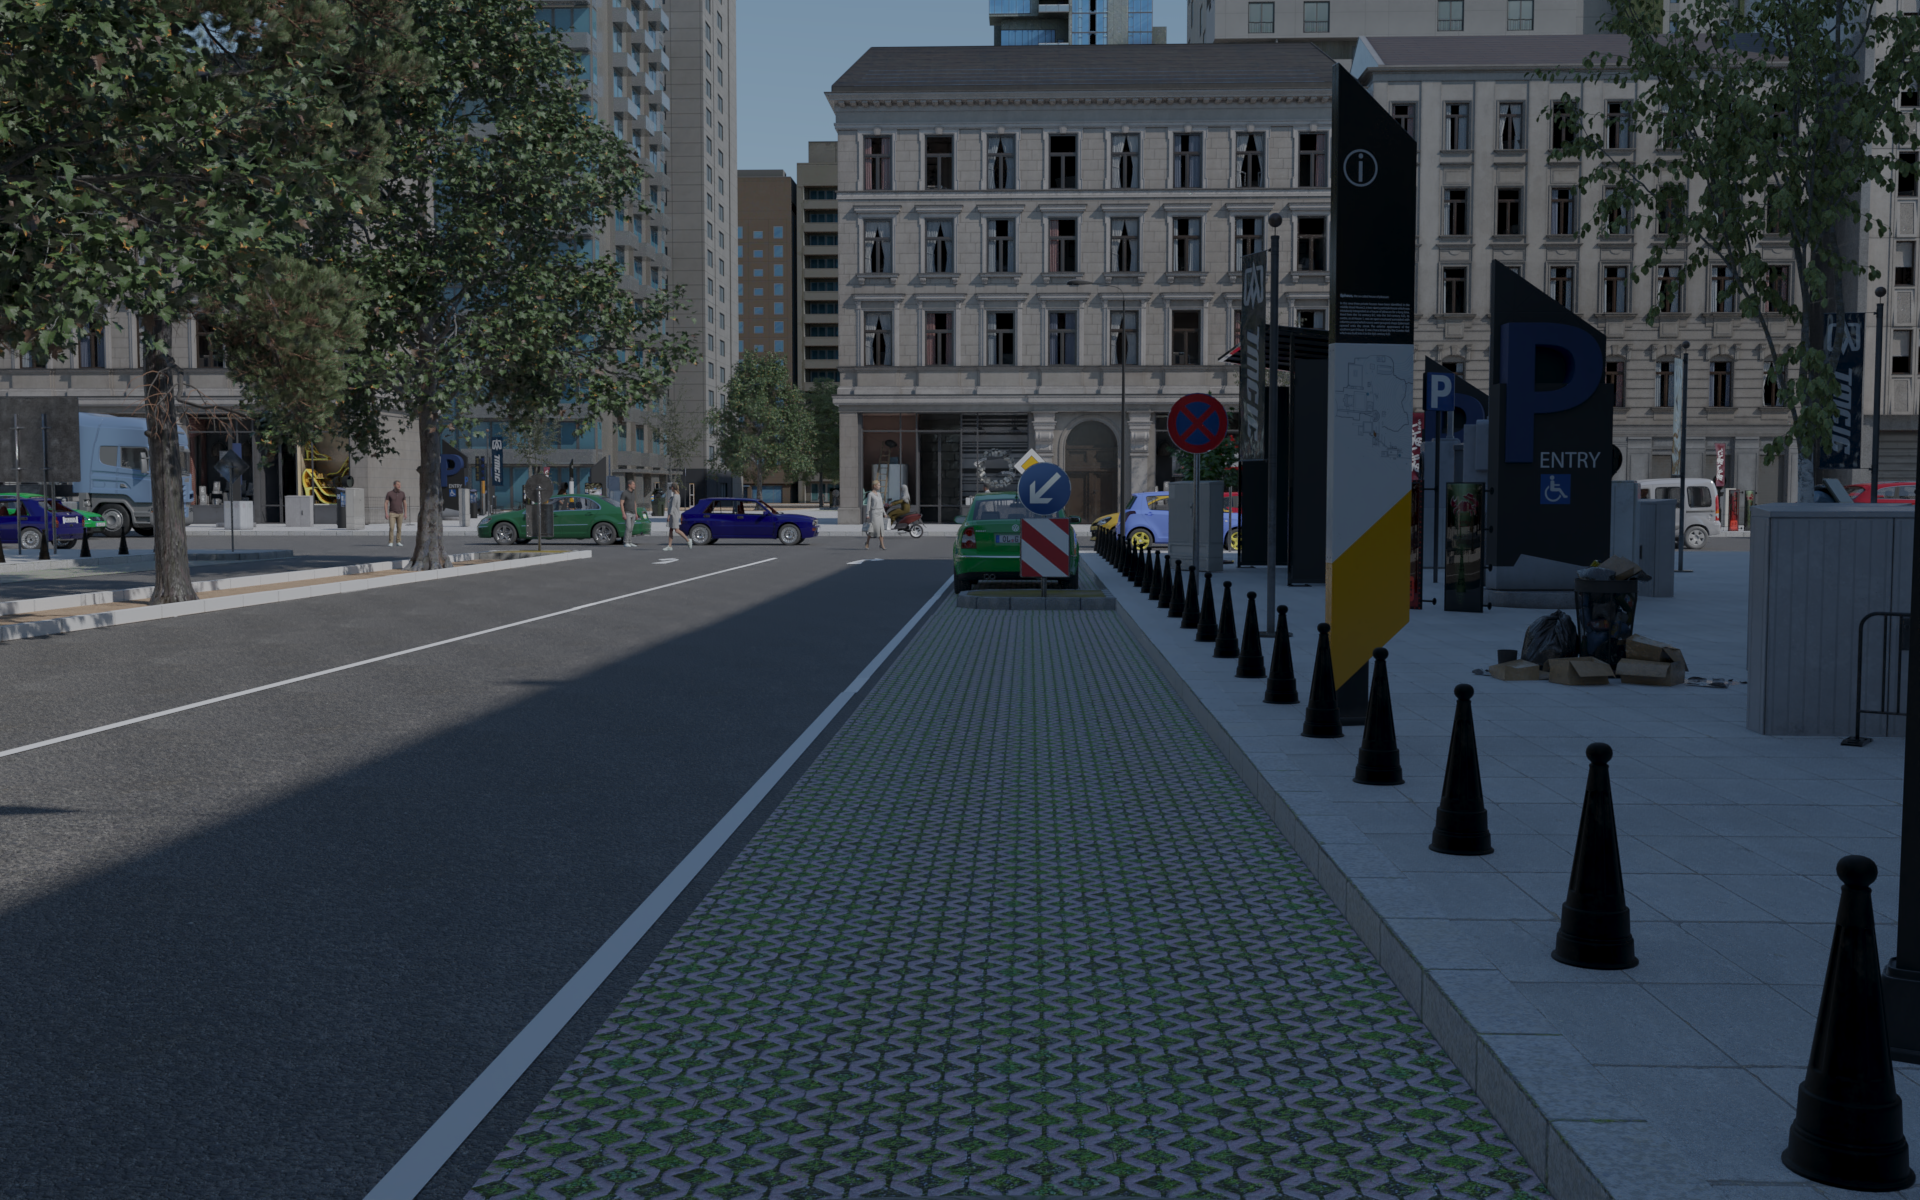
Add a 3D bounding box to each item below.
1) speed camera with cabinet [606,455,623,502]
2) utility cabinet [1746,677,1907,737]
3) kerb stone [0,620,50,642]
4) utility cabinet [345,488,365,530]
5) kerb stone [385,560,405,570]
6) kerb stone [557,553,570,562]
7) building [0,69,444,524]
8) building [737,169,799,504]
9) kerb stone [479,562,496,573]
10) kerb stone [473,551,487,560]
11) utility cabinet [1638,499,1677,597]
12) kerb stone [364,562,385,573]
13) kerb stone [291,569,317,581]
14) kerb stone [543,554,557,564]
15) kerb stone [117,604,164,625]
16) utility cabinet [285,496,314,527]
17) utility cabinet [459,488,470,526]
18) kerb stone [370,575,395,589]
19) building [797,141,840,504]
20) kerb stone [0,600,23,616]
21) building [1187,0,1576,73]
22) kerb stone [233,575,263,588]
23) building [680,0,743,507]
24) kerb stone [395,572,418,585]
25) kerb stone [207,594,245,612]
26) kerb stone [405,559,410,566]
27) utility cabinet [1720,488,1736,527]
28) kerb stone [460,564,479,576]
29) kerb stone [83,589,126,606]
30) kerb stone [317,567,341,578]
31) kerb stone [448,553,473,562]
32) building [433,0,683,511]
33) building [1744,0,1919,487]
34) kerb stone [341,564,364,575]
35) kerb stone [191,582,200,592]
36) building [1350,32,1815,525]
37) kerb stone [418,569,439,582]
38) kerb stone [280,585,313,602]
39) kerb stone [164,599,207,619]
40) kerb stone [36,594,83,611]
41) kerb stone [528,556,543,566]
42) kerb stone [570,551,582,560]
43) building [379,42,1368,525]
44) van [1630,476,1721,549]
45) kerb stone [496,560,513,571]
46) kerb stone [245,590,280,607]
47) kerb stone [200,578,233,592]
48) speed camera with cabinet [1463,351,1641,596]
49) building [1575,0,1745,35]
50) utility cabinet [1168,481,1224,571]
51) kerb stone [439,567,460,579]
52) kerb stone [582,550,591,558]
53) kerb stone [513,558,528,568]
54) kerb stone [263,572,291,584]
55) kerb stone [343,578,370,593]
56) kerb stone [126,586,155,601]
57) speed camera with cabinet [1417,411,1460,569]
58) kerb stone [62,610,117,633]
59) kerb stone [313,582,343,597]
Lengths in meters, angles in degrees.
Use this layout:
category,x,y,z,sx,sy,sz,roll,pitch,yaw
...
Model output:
category,x,y,z,sx,sy,sz,roll,pitch,yaw
speed camera with cabinet,-17.348,-5.683,87.248,0.660,3.252,2.038,-1,4,-20
utility cabinet,4.790,0.117,9.247,1.020,1.237,0.306,0,4,6
kerb stone,-9.320,0.307,17.298,0.120,0.150,1.000,0,4,2
utility cabinet,-21.613,-3.257,61.930,0.318,1.500,1.173,0,4,-2
kerb stone,-10.801,-0.648,32.796,0.120,0.150,1.000,0,4,2
kerb stone,-8.545,-0.896,36.842,0.120,0.150,1.000,0,4,2
building,-44.572,-13.873,77.739,40.483,20.767,10.553,0,4,2
building,-29.250,-35.951,237.907,14.200,45.320,14.600,0,4,2
kerb stone,-8.753,-0.580,31.714,0.120,0.150,1.000,0,4,2
kerb stone,-10.597,-0.962,37.920,0.120,0.150,1.000,0,4,2
utility cabinet,8.671,-0.662,21.983,0.306,1.237,1.020,0,4,-7
kerb stone,-10.840,-0.586,31.772,0.120,0.150,1.000,0,4,2
kerb stone,-10.965,-0.398,28.697,0.120,0.150,1.000,0,4,2
kerb stone,-8.583,-0.833,35.817,0.120,0.150,1.000,0,4,2
kerb stone,-9.242,0.173,19.370,0.120,0.150,1.000,0,4,2
utility cabinet,-25.744,-3.444,67.475,1.020,1.237,0.306,0,4,7
utility cabinet,-19.552,-3.650,68.356,0.318,1.500,1.173,-1,4,-22
kerb stone,-8.949,-0.262,26.572,0.120,0.150,1.000,0,4,2
building,-10.684,-37.718,240.391,21.600,48.544,21.300,0,4,2
kerb stone,-11.297,0.105,20.476,0.120,0.150,1.000,0,4,2
building,32.962,-33.743,140.930,28.713,52.752,27.495,0,4,2
kerb stone,-11.046,-0.272,26.649,0.120,0.150,1.000,0,4,2
building,-34.175,-45.098,175.600,20.611,71.187,20.563,0,4,2
kerb stone,-8.914,-0.330,27.595,0.120,0.150,1.000,0,4,2
kerb stone,-9.158,0.047,21.425,0.120,0.150,1.000,0,4,2
kerb stone,-10.764,-0.711,33.819,0.120,0.150,1.000,0,4,2
utility cabinet,29.922,-3.605,67.629,0.318,1.500,1.173,3,5,41
kerb stone,-8.788,-0.518,30.690,0.120,0.150,1.000,0,4,2
kerb stone,-11.213,-0.022,22.549,0.120,0.150,1.000,0,4,2
kerb stone,-10.925,-0.458,29.725,0.120,0.150,1.000,0,4,2
kerb stone,-10.644,-0.899,36.893,0.120,0.150,1.000,0,4,2
building,-36.949,-32.153,145.304,23.786,49.044,30.456,0,4,2
building,46.182,-15.710,74.886,19.932,24.808,12.078,0,4,2
kerb stone,-10.882,-0.523,30.748,0.120,0.150,1.000,0,4,2
kerb stone,-11.132,-0.147,24.602,0.120,0.150,1.000,0,4,2
building,25.764,-13.811,74.965,18.267,20.994,9.793,0,4,2
kerb stone,-8.874,-0.393,28.619,0.120,0.150,1.000,0,4,2
kerb stone,-9.071,-0.076,23.479,0.120,0.150,1.000,0,4,2
kerb stone,-9.200,0.110,20.394,0.120,0.150,1.000,0,4,2
kerb stone,-11.257,0.043,21.509,0.120,0.150,1.000,0,4,2
kerb stone,-8.629,-0.769,34.793,0.120,0.150,1.000,0,4,2
kerb stone,-8.502,-0.955,37.869,0.120,0.150,1.000,0,4,2
building,-3.586,-13.778,76.178,40.483,20.767,10.553,0,4,2
van,17.788,-2.367,45.705,4.112,2.044,2.013,0,4,4
kerb stone,-8.710,-0.645,32.744,0.120,0.150,1.000,0,4,2
kerb stone,-9.118,-0.015,22.449,0.120,0.150,1.000,0,4,2
kerb stone,-11.090,-0.208,25.626,0.120,0.150,1.000,0,4,2
speed camera with cabinet,7.315,-1.656,21.415,2.038,3.252,0.660,2,4,25
building,64.014,-38.526,171.893,28.212,58.520,21.231,0,4,2
utility cabinet,3.903,-1.229,28.777,0.318,1.500,1.173,-2,4,-27
kerb stone,-8.829,-0.456,29.657,0.120,0.150,1.000,0,4,2
kerb stone,-8.461,-1.021,38.892,0.120,0.150,1.000,0,4,2
kerb stone,-8.670,-0.708,33.768,0.120,0.150,1.000,0,4,2
kerb stone,-11.008,-0.334,27.673,0.120,0.150,1.000,0,4,2
kerb stone,-8.986,-0.204,25.539,0.120,0.150,1.000,0,4,2
kerb stone,-11.174,-0.084,23.578,0.120,0.150,1.000,0,4,2
speed camera with cabinet,8.072,-2.154,29.555,0.660,3.252,2.038,1,4,9
kerb stone,-9.280,0.239,18.340,0.120,0.150,1.000,0,4,2
kerb stone,-9.032,-0.140,24.507,0.120,0.150,1.000,0,4,2
